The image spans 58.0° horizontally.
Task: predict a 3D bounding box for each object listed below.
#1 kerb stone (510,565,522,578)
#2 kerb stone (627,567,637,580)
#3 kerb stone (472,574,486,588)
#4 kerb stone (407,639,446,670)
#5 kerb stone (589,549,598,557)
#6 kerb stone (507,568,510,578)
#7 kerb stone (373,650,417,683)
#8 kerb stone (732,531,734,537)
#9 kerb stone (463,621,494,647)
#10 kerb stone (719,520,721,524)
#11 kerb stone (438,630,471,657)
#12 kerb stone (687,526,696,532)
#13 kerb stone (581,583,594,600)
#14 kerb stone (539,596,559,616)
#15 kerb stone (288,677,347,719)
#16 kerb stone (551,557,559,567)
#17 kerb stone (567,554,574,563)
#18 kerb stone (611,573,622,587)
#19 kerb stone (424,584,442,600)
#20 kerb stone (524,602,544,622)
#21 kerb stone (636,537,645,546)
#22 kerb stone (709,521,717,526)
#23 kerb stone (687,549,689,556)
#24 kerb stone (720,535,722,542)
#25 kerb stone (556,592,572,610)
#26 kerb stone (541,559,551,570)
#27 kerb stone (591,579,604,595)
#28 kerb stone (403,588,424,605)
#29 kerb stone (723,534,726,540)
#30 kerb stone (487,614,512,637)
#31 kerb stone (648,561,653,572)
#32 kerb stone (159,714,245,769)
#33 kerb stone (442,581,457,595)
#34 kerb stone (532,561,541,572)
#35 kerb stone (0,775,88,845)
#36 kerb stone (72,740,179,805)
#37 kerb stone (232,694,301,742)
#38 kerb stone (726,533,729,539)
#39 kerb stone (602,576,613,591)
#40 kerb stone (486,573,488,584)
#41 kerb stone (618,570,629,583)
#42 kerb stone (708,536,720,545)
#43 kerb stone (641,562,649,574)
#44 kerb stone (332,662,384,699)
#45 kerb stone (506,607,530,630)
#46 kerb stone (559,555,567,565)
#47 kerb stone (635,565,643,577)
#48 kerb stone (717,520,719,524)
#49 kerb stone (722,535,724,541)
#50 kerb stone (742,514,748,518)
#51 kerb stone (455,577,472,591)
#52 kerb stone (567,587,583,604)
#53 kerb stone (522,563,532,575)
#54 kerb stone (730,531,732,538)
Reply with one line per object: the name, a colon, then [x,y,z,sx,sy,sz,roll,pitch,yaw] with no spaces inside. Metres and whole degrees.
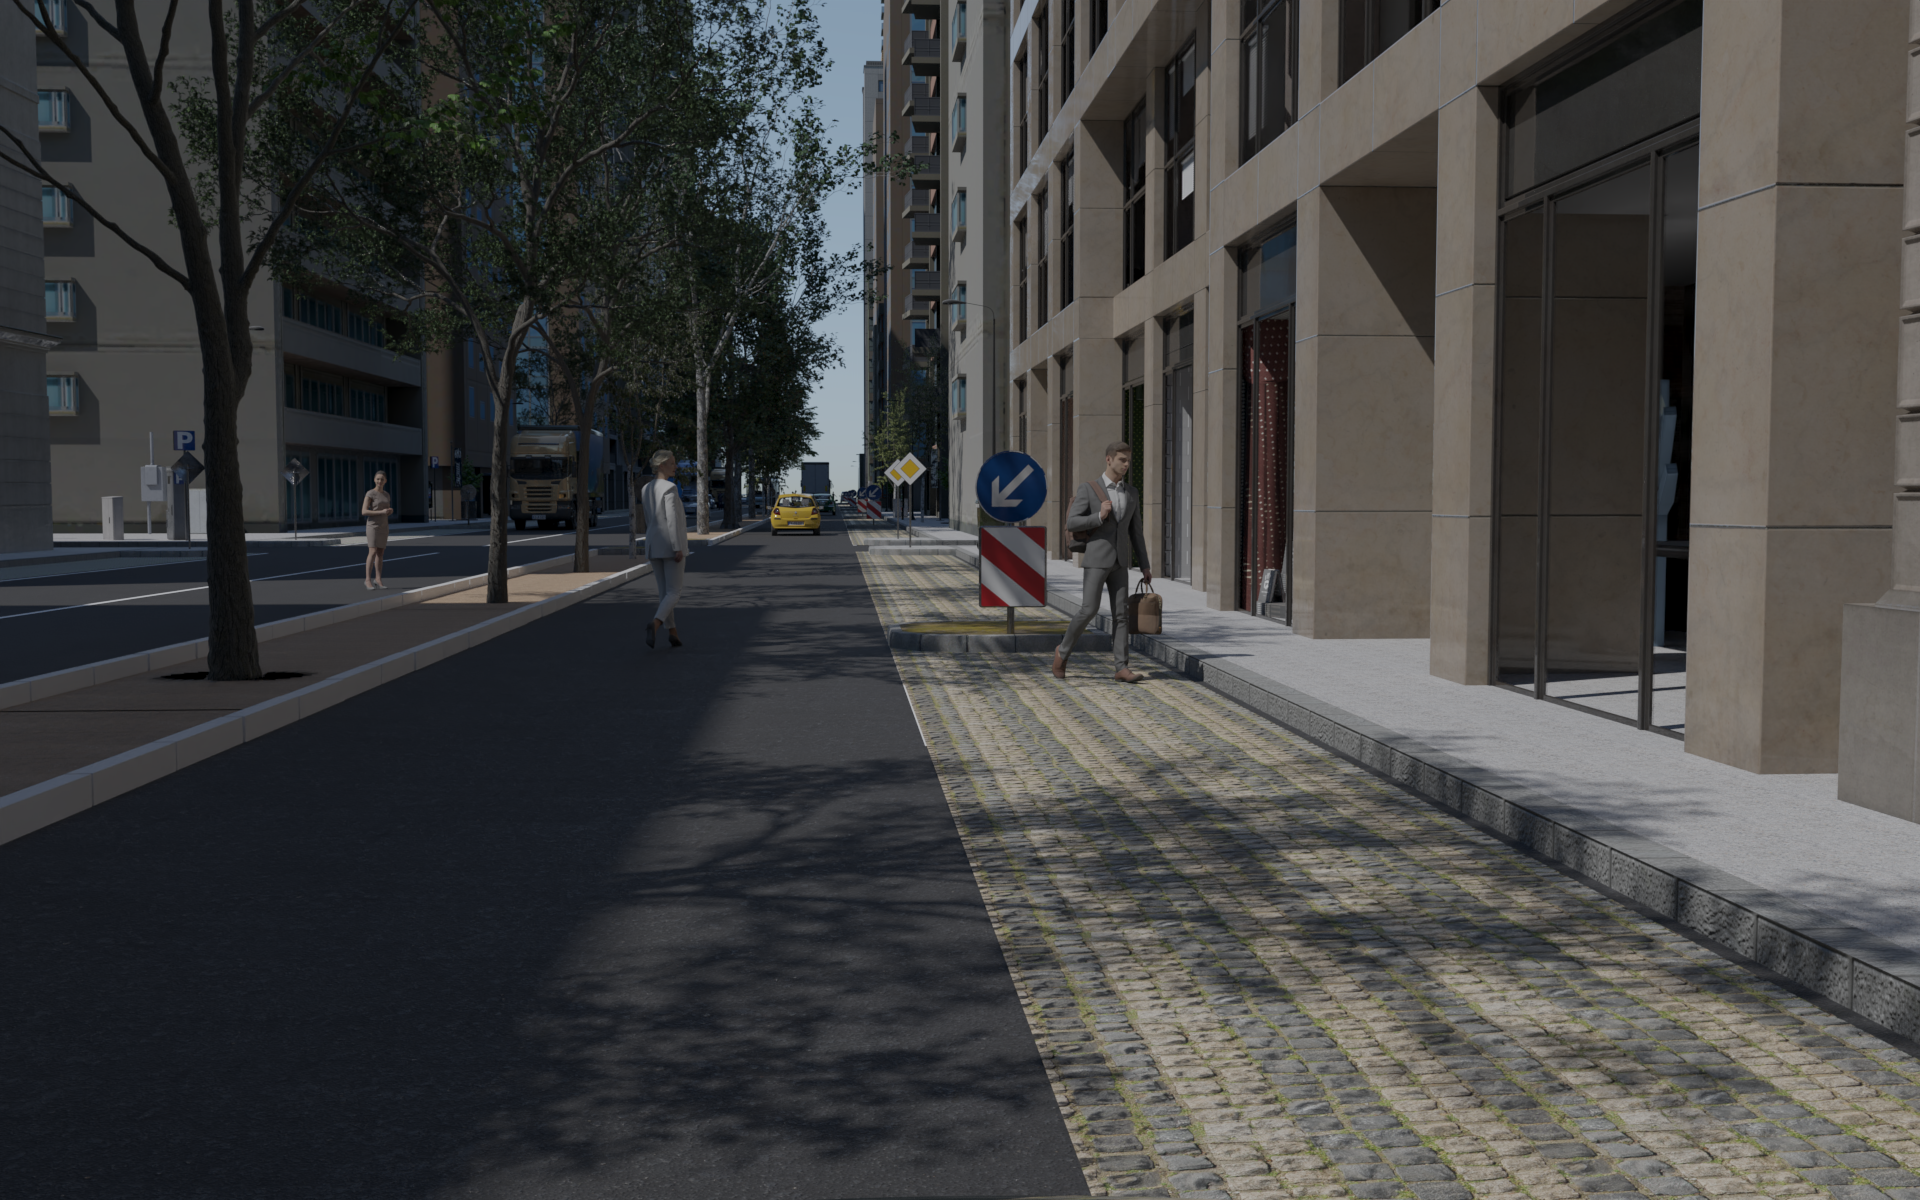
kerb stone: [-7.721,-0.462,29.751,0.120,0.150,1.000,0,4,-4]
kerb stone: [-5.556,-0.408,28.901,0.120,0.150,1.000,0,4,-4]
kerb stone: [-7.503,-0.274,26.682,0.120,0.150,1.000,0,4,-4]
kerb stone: [-4.519,0.466,14.578,0.120,0.150,1.000,0,4,-4]
kerb stone: [-8.475,-1.088,39.992,0.120,0.150,1.000,0,4,-4]
kerb stone: [-7.658,-0.400,28.731,0.120,0.150,1.000,0,4,-4]
kerb stone: [-4.454,0.529,13.553,0.120,0.150,1.000,0,4,-4]
kerb stone: [-7.606,-2.132,57.060,0.120,0.150,1.000,0,4,-4]
kerb stone: [-4.662,0.341,16.624,0.120,0.150,1.000,0,4,-4]
kerb stone: [-11.473,-3.623,81.433,0.120,0.150,1.000,0,4,-4]
kerb stone: [-4.594,0.405,15.597,0.120,0.150,1.000,0,4,-4]
kerb stone: [-10.442,-2.747,67.118,0.120,0.150,1.000,0,4,-4]
kerb stone: [-5.191,-0.091,23.785,0.120,0.150,1.000,0,4,-4]
kerb stone: [-4.969,0.091,20.711,0.120,0.150,1.000,0,4,-4]
kerb stone: [-4.296,0.657,11.513,0.120,0.150,1.000,0,4,-4]
kerb stone: [-8.029,-0.713,33.848,0.120,0.150,1.000,0,4,-4]
kerb stone: [-8.188,-0.838,35.898,0.120,0.150,1.000,0,4,-4]
kerb stone: [-5.407,-0.285,26.849,0.120,0.150,1.000,0,4,-4]
kerb stone: [-7.278,-0.087,23.619,0.120,0.150,1.000,0,4,-4]
kerb stone: [-4.904,0.153,19.691,0.120,0.150,1.000,0,4,-4]
kerb stone: [-9.181,-1.685,49.738,0.120,0.150,1.000,0,4,-4]
kerb stone: [-11.331,-3.495,79.386,0.120,0.150,1.000,0,4,-4]
kerb stone: [-6.380,-1.094,40.144,0.120,0.150,1.000,0,4,-4]
kerb stone: [-7.165,-1.756,50.908,0.120,0.150,1.000,0,4,-4]
kerb stone: [-5.042,0.031,21.736,0.120,0.150,1.000,0,4,-4]
kerb stone: [-7.951,-0.648,32.826,0.120,0.150,1.000,0,4,-4]
kerb stone: [-5.266,-0.160,24.810,0.120,0.150,1.000,0,4,-4]
kerb stone: [-7.205,-0.024,22.599,0.120,0.150,1.000,0,4,-4]
kerb stone: [-7.313,-1.881,52.951,0.120,0.150,1.000,0,4,-4]
kerb stone: [-4.744,0.278,17.653,0.120,0.150,1.000,0,4,-4]
kerb stone: [-5.783,-0.595,31.961,0.120,0.150,1.000,0,4,-4]
kerb stone: [-4.155,0.778,9.472,0.120,0.150,1.000,0,4,-4]
kerb stone: [-7.362,-0.145,24.639,0.120,0.150,1.000,0,4,-4]
kerb stone: [-7.879,-0.588,31.806,0.120,0.150,1.000,0,4,-4]
kerb stone: [-4.003,0.903,7.434,0.120,0.150,1.000,0,4,-4]
kerb stone: [-4.079,0.841,8.453,0.120,0.150,1.000,0,4,-4]
kerb stone: [-4.223,0.716,10.493,0.120,0.150,1.000,0,4,-4]
kerb stone: [-7.376,-1.944,53.979,0.120,0.150,1.000,0,4,-4]
kerb stone: [-5.341,-0.221,25.829,0.120,0.150,1.000,0,4,-4]
kerb stone: [-7.577,-0.337,27.702,0.120,0.150,1.000,0,4,-4]
kerb stone: [-5.491,-0.347,27.872,0.120,0.150,1.000,0,4,-4]
kerb stone: [-7.086,-1.693,49.889,0.120,0.150,1.000,0,4,-4]
kerb stone: [-5.709,-0.535,30.940,0.120,0.150,1.000,0,4,-4]
kerb stone: [-4.380,0.591,12.531,0.120,0.150,1.000,0,4,-4]
kerb stone: [-4.816,0.215,18.672,0.120,0.150,1.000,0,4,-4]
kerb stone: [-8.100,-0.776,34.876,0.120,0.150,1.000,0,4,-4]
kerb stone: [-5.635,-0.470,29.920,0.120,0.150,1.000,0,4,-4]
kerb stone: [-11.413,-3.560,80.404,0.120,0.150,1.000,0,4,-4]
kerb stone: [-7.233,-1.815,51.930,0.120,0.150,1.000,0,4,-4]
kerb stone: [-13.482,-5.311,109.038,0.120,0.150,1.000,0,4,-4]
kerb stone: [-7.435,-0.210,25.658,0.120,0.150,1.000,0,4,-4]
kerb stone: [-5.119,-0.031,22.765,0.120,0.150,1.000,0,4,-4]
kerb stone: [-7.797,-0.525,30.774,0.120,0.150,1.000,0,4,-4]
kerb stone: [-7.533,-2.069,56.030,0.120,0.150,1.000,0,4,-4]
